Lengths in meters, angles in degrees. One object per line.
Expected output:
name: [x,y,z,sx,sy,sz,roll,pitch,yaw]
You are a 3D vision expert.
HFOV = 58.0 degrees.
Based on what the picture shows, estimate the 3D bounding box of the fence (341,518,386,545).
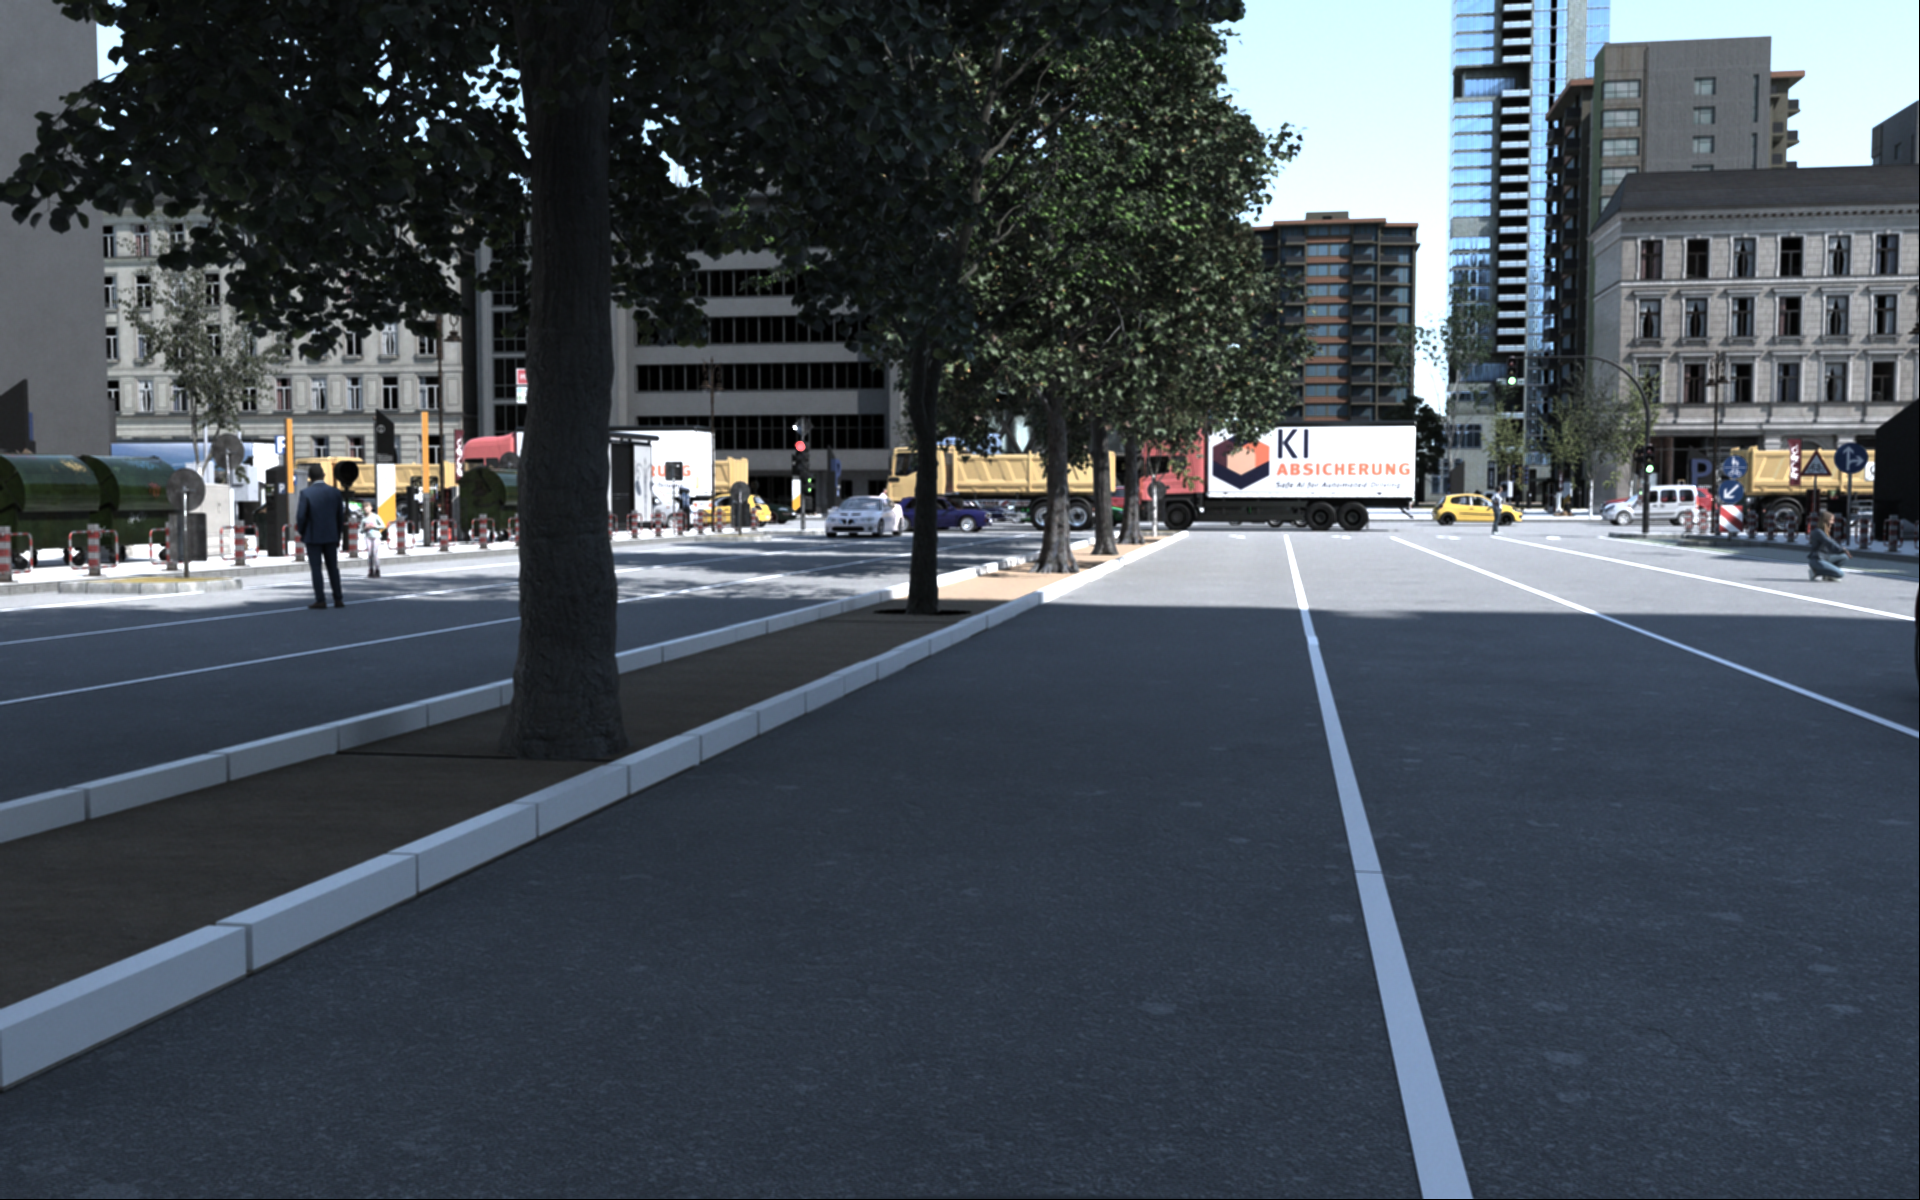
fence: [-15.359,-1.696,43.097,2.069,0.683,0.278,-3,4,-39]

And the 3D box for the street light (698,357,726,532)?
street light: [-8.332,-5.233,58.346,0.468,5.910,1.993,1,4,10]

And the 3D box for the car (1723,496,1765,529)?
car: [33.419,-3.765,71.344,4.222,1.686,2.009,1,4,8]

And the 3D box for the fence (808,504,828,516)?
fence: [-8.163,-5.251,101.226,0.278,0.683,2.069,-3,5,-42]

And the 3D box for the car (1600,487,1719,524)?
car: [33.529,-4.553,83.113,5.304,1.827,2.281,1,4,10]

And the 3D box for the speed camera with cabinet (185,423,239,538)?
speed camera with cabinet: [-21.307,-3.355,49.185,0.660,3.252,2.038,0,4,-2]

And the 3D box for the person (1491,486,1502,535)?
person: [18.995,-3.185,61.294,0.376,1.734,0.841,2,4,29]

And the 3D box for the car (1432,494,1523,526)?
car: [23.712,-4.232,79.415,3.980,1.641,2.015,1,4,9]

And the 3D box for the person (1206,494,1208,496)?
person: [23.466,-9.453,163.063,1.348,1.824,0.705,-1,4,-17]

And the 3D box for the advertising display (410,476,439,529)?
advertising display: [-19.435,-3.528,62.890,0.974,1.923,0.123,-2,4,-34]

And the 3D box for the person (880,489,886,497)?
person: [-3.896,-4.875,89.142,0.436,1.711,0.756,3,4,38]

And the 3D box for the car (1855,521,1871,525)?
car: [41.869,-4.111,79.211,4.499,1.417,2.014,1,4,9]

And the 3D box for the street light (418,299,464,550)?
street light: [-11.794,-4.071,39.346,0.468,5.910,1.993,1,4,10]

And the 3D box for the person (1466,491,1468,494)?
person: [68.587,-13.791,234.071,0.705,1.814,1.350,1,4,9]

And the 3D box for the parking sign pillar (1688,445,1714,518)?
parking sign pillar: [40.696,-6.520,95.081,1.447,3.967,1.447,1,4,9]

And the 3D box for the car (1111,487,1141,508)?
car: [9.234,-4.941,89.452,5.304,1.827,2.281,1,4,9]

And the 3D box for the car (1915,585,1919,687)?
car: [7.144,-0.066,9.759,2.281,1.827,5.304,1,4,12]

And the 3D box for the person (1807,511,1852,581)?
person: [14.333,-0.882,28.418,0.738,1.151,1.012,3,4,37]

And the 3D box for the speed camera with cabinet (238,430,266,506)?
speed camera with cabinet: [-21.491,-3.618,53.484,2.038,3.252,0.660,1,4,11]

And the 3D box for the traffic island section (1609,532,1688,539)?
traffic island section: [22.459,-2.106,56.717,2.009,0.180,2.903,1,4,10]

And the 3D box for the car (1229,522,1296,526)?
car: [14.073,-4.340,79.760,4.718,1.807,1.959,1,4,12]

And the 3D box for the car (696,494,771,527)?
car: [-10.320,-4.021,75.960,3.980,1.641,2.015,1,4,10]

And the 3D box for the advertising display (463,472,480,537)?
advertising display: [-14.301,-2.818,51.289,0.974,1.923,0.123,-1,4,-14]

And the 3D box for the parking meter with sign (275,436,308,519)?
parking meter with sign: [-20.062,-3.438,52.470,0.543,3.016,1.738,0,4,4]

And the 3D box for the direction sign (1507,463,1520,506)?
direction sign: [40.788,-8.333,128.248,0.876,3.537,0.379,-2,4,-33]

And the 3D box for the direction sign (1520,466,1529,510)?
direction sign: [45.120,-8.983,138.876,0.876,3.537,0.379,0,4,2]

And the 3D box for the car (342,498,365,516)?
car: [-29.697,-4.312,79.290,4.718,1.807,1.959,1,4,11]

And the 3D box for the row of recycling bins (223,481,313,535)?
row of recycling bins: [-21.818,-2.922,54.881,3.534,1.692,1.069,1,4,8]

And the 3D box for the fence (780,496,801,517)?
fence: [-9.549,-5.271,97.385,0.480,1.192,2.264,-3,5,-42]

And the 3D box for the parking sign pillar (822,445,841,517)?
parking sign pillar: [-6.949,-6.568,95.854,1.447,3.967,1.447,1,4,12]

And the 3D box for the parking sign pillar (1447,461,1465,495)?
parking sign pillar: [40.140,-9.280,140.199,1.447,3.967,1.447,-1,4,-18]

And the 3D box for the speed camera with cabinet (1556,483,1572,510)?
speed camera with cabinet: [48.916,-8.992,141.358,0.660,3.252,2.038,-2,4,-35]

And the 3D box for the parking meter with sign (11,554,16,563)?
parking meter with sign: [-18.343,-2.172,31.770,1.738,3.016,0.543,-2,4,-25]

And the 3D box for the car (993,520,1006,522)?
car: [3.648,-4.968,89.895,5.304,1.827,2.281,1,4,11]

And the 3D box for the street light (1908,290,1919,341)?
street light: [20.917,-3.951,37.381,0.468,5.910,1.993,1,4,10]

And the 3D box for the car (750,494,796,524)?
car: [-10.010,-4.516,83.620,4.222,1.686,2.009,1,4,12]

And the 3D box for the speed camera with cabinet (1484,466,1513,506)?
speed camera with cabinet: [38.302,-7.881,123.197,0.660,3.252,2.038,-2,4,-35]

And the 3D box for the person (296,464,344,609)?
person: [-7.977,-0.795,21.683,0.419,1.800,0.721,3,4,39]

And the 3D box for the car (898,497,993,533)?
car: [-0.740,-3.237,65.508,3.894,1.354,1.945,1,4,11]

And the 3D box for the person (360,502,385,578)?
person: [-10.102,-1.039,29.770,0.425,1.301,0.394,-1,4,-14]

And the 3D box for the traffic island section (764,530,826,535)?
traffic island section: [-5.620,-2.419,61.826,2.009,0.180,2.903,1,4,10]

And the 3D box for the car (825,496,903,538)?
car: [-3.200,-2.831,58.643,2.083,1.381,4.827,1,4,11]

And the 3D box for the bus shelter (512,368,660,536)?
bus shelter: [-12.558,-4.890,57.576,2.179,5.291,8.768,1,4,10]

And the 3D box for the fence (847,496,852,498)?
fence: [-6.121,-5.514,101.353,0.480,1.192,2.264,2,4,32]

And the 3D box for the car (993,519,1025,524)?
car: [1.628,-4.428,84.985,3.894,1.354,1.945,1,4,11]

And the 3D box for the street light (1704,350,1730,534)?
street light: [24.370,-5.082,55.886,0.468,5.910,1.993,1,4,10]

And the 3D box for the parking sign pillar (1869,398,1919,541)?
parking sign pillar: [26.307,-3.667,48.430,1.447,3.967,1.447,-2,4,-30]

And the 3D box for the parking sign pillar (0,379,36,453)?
parking sign pillar: [-22.555,-3.205,40.880,1.447,3.967,1.447,0,4,1]

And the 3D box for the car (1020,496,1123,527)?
car: [4.874,-3.931,73.073,4.718,1.807,1.959,1,4,11]

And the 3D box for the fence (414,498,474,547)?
fence: [-12.711,-1.935,42.847,0.480,1.192,2.264,1,4,12]
